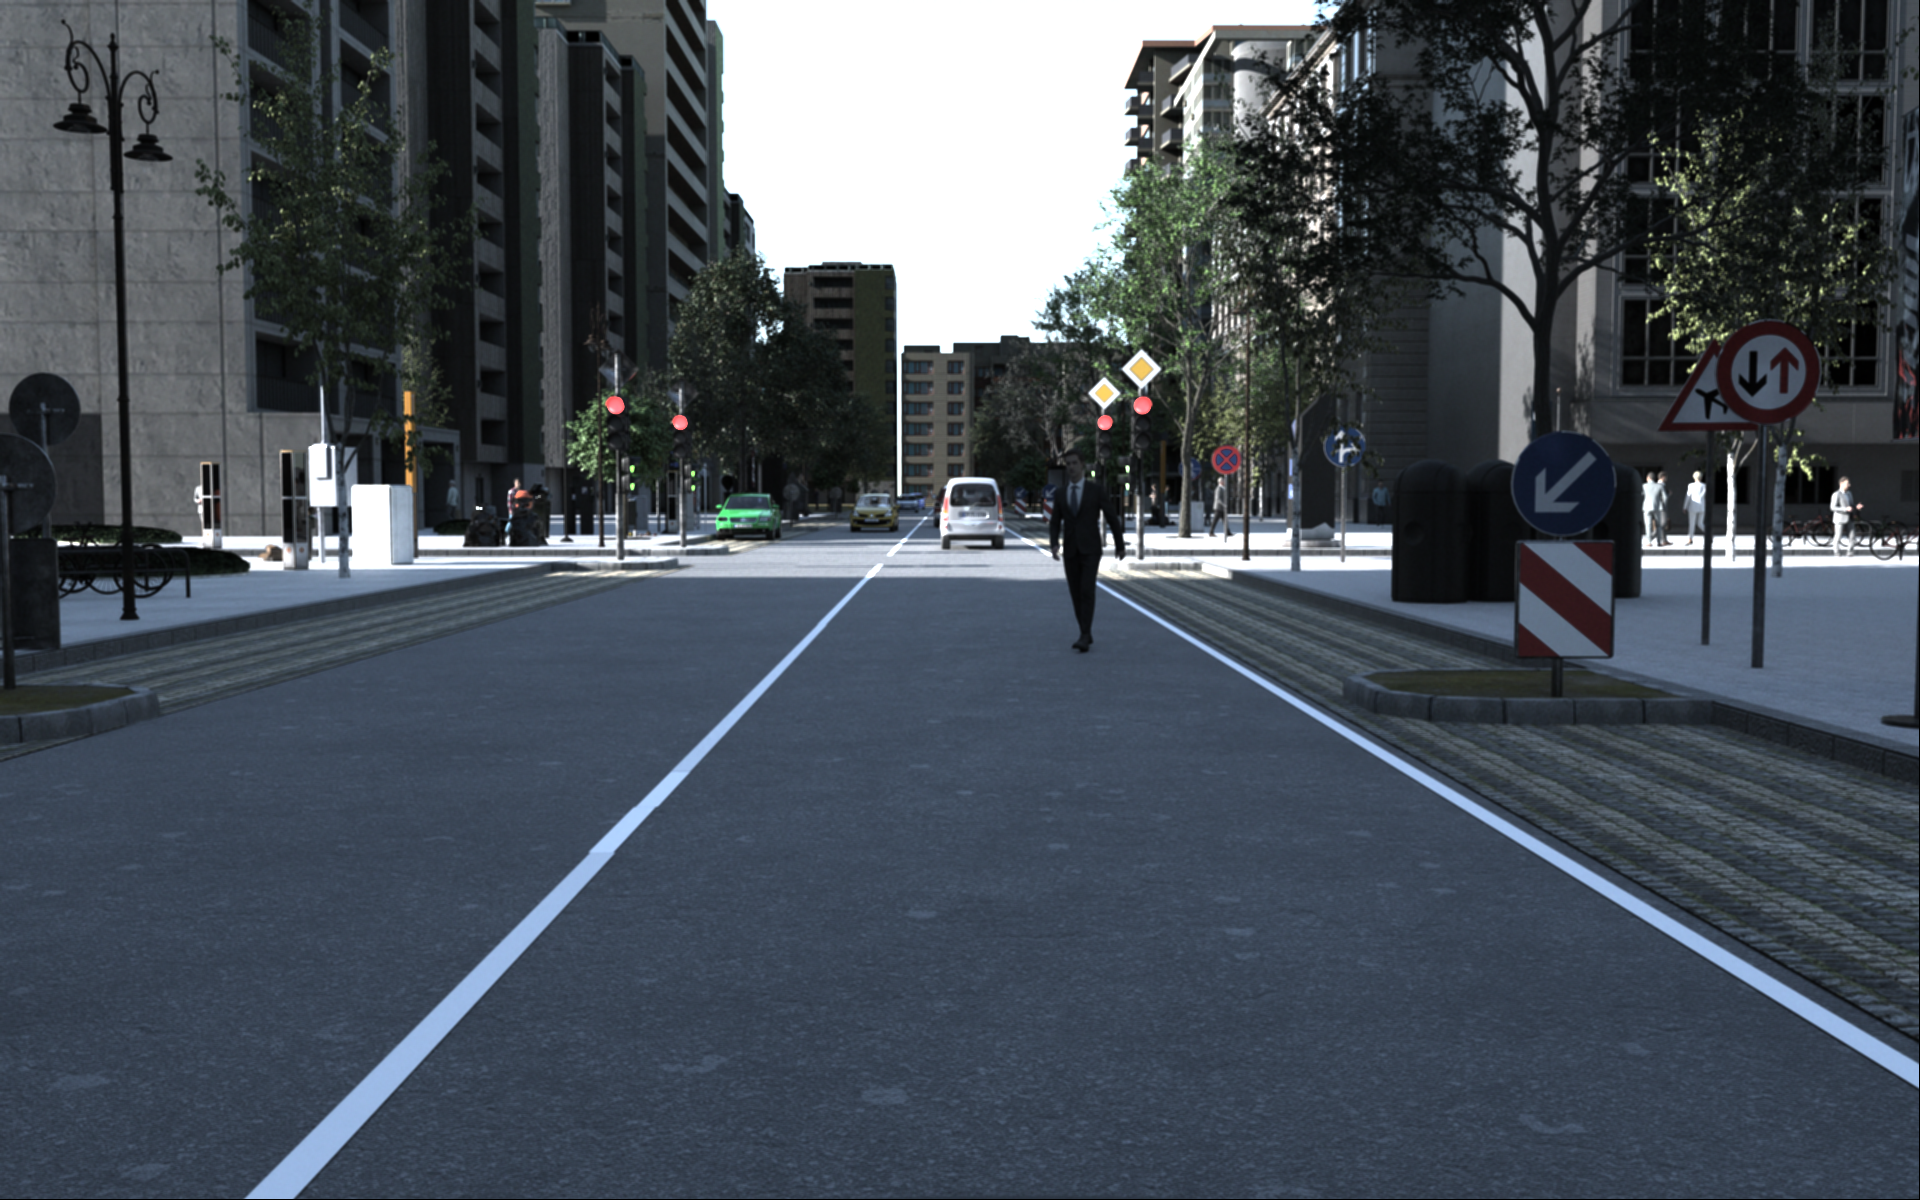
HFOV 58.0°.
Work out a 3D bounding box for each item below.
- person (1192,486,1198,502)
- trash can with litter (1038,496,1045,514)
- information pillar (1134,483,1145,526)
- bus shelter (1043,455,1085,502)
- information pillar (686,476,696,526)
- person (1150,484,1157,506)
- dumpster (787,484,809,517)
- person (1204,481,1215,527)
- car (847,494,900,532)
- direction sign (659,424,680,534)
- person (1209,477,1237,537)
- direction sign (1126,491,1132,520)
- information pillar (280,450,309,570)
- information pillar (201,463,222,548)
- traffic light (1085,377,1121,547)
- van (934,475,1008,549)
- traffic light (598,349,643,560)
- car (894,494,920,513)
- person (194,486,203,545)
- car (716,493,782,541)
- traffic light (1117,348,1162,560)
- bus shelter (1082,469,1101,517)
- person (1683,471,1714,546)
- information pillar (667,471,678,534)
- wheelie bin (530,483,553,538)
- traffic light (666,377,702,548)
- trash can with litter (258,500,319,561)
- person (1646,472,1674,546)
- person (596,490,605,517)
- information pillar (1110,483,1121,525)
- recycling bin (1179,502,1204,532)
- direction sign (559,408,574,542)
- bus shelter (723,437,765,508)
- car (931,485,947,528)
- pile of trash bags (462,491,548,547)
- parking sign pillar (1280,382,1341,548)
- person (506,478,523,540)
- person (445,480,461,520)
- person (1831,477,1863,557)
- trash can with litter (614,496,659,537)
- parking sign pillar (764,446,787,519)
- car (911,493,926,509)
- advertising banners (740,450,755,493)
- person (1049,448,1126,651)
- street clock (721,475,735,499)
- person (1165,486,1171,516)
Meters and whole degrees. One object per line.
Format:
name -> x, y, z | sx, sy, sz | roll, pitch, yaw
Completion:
person -> 12.933, -5.474, 96.088 | 0.362, 1.759, 0.519 | -2, 4, -33
trash can with litter -> 5.433, -5.950, 108.670 | 0.624, 1.170, 1.055 | 3, 5, 45
information pillar -> 7.101, -4.723, 68.569 | 0.183, 3.616, 0.504 | -3, 4, -36
bus shelter -> 5.457, -5.928, 90.850 | 2.014, 3.302, 5.546 | 0, 4, 0
information pillar -> -10.709, -3.945, 68.989 | 0.304, 2.012, 0.304 | 0, 4, 8
person -> 9.427, -4.769, 84.360 | 0.374, 1.781, 0.599 | 1, 4, 9
dumpster -> -9.276, -5.681, 98.643 | 1.264, 1.857, 1.865 | 0, 4, 0
person -> 9.930, -3.816, 68.612 | 0.526, 1.800, 0.537 | 2, 4, 27
car -> -3.284, -3.452, 66.661 | 2.015, 1.641, 3.980 | 0, 4, 1
direction sign -> -9.497, -3.911, 55.939 | 0.876, 3.537, 0.379 | -1, 4, -17
person -> 7.853, -2.770, 51.722 | 0.834, 1.777, 0.661 | 0, 4, 5
direction sign -> 8.239, -5.644, 84.271 | 0.876, 3.537, 0.379 | 1, 4, 21
information pillar -> -11.270, -1.520, 29.338 | 0.304, 2.012, 0.304 | 2, 4, 27
information pillar -> -17.528, -2.206, 40.560 | 0.304, 2.012, 0.304 | 1, 4, 17
traffic light -> 3.432, -3.220, 41.569 | 0.839, 4.253, 0.868 | 0, 4, 0
van -> 0.308, -2.400, 46.253 | 2.013, 2.044, 4.112 | 0, 4, -1
traffic light -> -6.577, -2.727, 33.502 | 0.839, 4.253, 0.868 | 0, 4, 0
car -> -4.093, -7.447, 133.755 | 2.014, 1.417, 4.499 | 0, 4, -2
person -> -18.975, -2.283, 43.570 | 0.606, 1.804, 0.583 | -1, 4, -10
car -> -6.612, -2.793, 54.462 | 1.959, 1.807, 4.718 | 0, 4, -2
traffic light -> 3.484, -2.732, 33.584 | 0.839, 4.253, 0.868 | 0, 4, 0
bus shelter -> 7.660, -7.161, 94.708 | 2.179, 5.291, 8.768 | 0, 4, 0
person -> 18.270, -2.257, 42.817 | 0.514, 1.842, 0.818 | -2, 4, -24
information pillar -> -9.199, -3.117, 55.454 | 0.304, 2.012, 0.304 | 0, 4, -2
wheelie bin -> -12.255, -2.599, 50.395 | 0.693, 1.594, 0.980 | 0, 4, 5
traffic light -> -6.629, -3.215, 41.487 | 0.839, 4.253, 0.868 | 0, 4, 0
trash can with litter -> -12.902, -1.341, 33.319 | 0.624, 1.170, 1.055 | 3, 4, 37
person -> 17.272, -2.248, 42.755 | 0.822, 1.834, 0.622 | 0, 4, -7
person -> -19.856, -5.455, 95.788 | 0.519, 1.759, 0.362 | 0, 4, 5
information pillar -> 5.897, -3.741, 65.650 | 0.304, 2.012, 0.304 | -2, 4, -29
recycling bin -> 7.776, -2.793, 58.214 | 0.722, 1.027, 0.722 | 0, 4, -5
direction sign -> -10.534, -3.320, 46.273 | 0.379, 3.537, 0.876 | -1, 4, -13
bus shelter -> -11.788, -7.170, 94.867 | 2.179, 5.291, 8.768 | 0, 4, 0
car -> -0.089, -4.079, 75.369 | 2.281, 1.827, 5.304 | 0, 4, -2
pile of trash bags -> -11.223, -2.053, 43.322 | 1.912, 1.369, 3.447 | 0, 4, -2
parking sign pillar -> 8.433, -3.244, 41.506 | 1.447, 3.967, 1.447 | -3, 5, -40
person -> -12.415, -2.538, 48.381 | 0.643, 1.720, 0.563 | 2, 4, 31
person -> -17.645, -3.297, 60.439 | 0.515, 1.767, 0.782 | 1, 4, 10
person -> 19.055, -1.743, 37.205 | 0.606, 1.804, 0.583 | -2, 4, -28
trash can with litter -> -9.771, -2.563, 52.968 | 1.678, 1.210, 2.233 | 1, 4, 17
parking sign pillar -> -9.415, -6.115, 88.457 | 1.447, 3.967, 1.447 | 3, 5, 43
car -> -4.142, -9.345, 162.389 | 1.945, 1.707, 3.694 | 0, 4, -2
advertising banners -> -8.416, -4.446, 68.873 | 0.090, 3.025, 2.074 | 1, 4, 9
person -> 1.105, -0.467, 15.906 | 0.659, 1.850, 0.755 | 2, 4, 25
street clock -> -8.896, -3.786, 66.469 | 0.471, 2.002, 0.358 | 1, 4, 8
person -> 12.073, -5.799, 101.212 | 0.721, 1.781, 0.623 | -1, 4, -11
